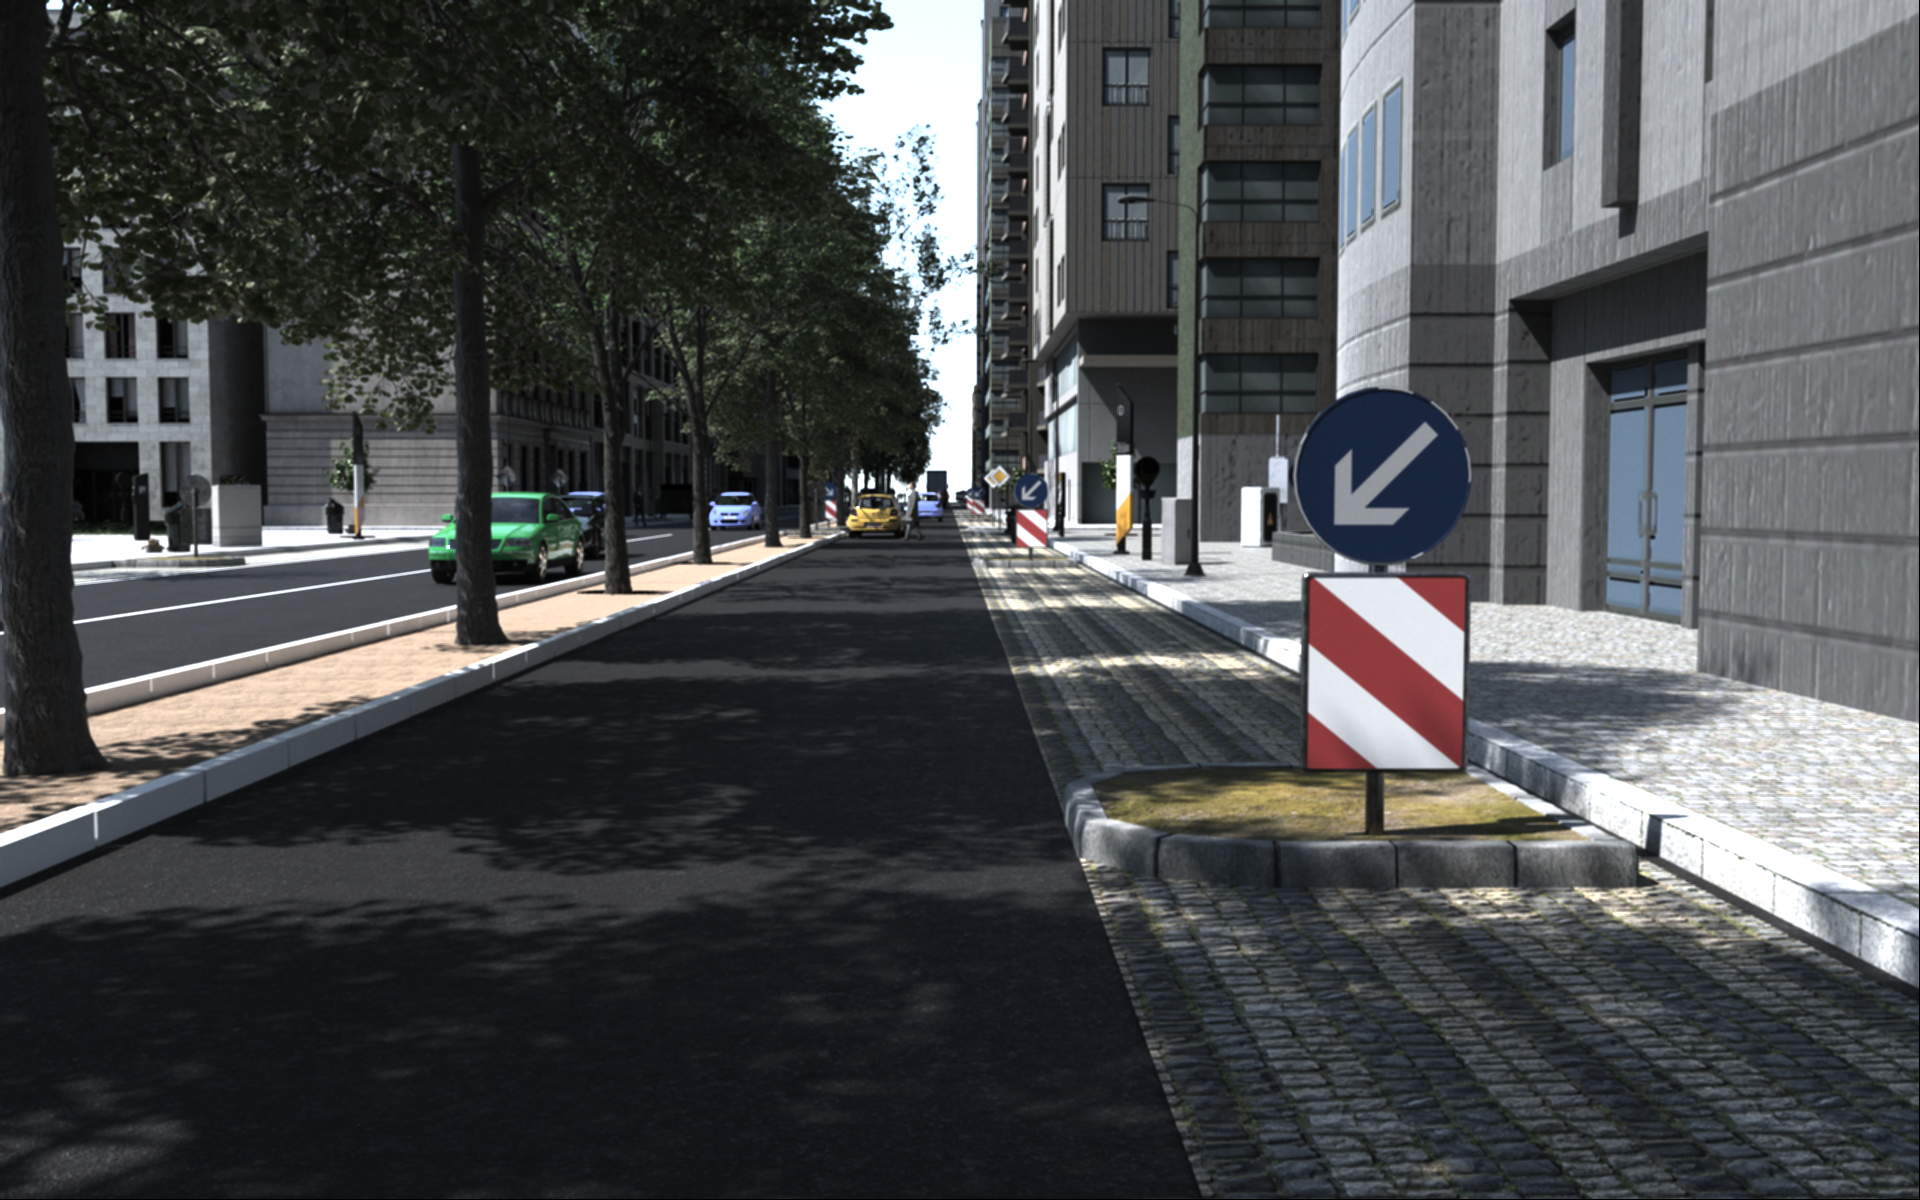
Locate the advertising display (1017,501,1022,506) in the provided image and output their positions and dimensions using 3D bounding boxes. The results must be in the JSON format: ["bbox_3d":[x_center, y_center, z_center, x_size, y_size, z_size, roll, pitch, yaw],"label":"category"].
[{"bbox_3d":[2.724,-4.531,79.293,0.123,1.923,0.974,0,4,-3],"label":"advertising display"}]

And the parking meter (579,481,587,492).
[{"bbox_3d":[-17.402,-4.540,79.938,0.255,1.863,0.399,-2,4,-33],"label":"parking meter"}]

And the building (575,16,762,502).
[{"bbox_3d":[-24.896,-30.526,149.202,14.600,45.320,14.200,0,4,0],"label":"building"}]

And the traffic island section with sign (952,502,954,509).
[{"bbox_3d":[0.629,-6.646,117.287,1.989,1.847,2.006,0,4,0],"label":"traffic island section with sign"}]

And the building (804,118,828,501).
[{"bbox_3d":[-32.509,-39.747,239.100,28.713,52.752,27.495,0,4,0],"label":"building"}]

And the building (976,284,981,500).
[{"bbox_3d":[9.193,-28.533,238.216,14.160,30.474,14.107,0,4,0],"label":"building"}]

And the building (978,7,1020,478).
[{"bbox_3d":[13.900,-33.974,175.090,23.786,49.044,30.456,0,4,0],"label":"building"}]

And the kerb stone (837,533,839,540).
[{"bbox_3d":[-3.911,-1.920,53.637,0.120,0.150,1.000,0,4,0],"label":"kerb stone"}]

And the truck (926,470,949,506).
[{"bbox_3d":[-2.757,-13.450,208.827,2.839,4.237,11.283,0,4,0],"label":"truck"}]

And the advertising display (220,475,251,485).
[{"bbox_3d":[-24.827,-3.312,59.365,0.974,1.923,0.123,-2,4,-32],"label":"advertising display"}]

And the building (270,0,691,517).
[{"bbox_3d":[-28.369,-18.314,103.957,19.350,26.468,34.151,0,4,0],"label":"building"}]

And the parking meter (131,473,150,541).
[{"bbox_3d":[-22.642,-2.578,47.855,0.399,1.863,0.255,-3,5,-44],"label":"parking meter"}]

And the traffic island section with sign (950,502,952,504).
[{"bbox_3d":[0.251,-9.726,167.643,1.989,1.847,2.006,0,4,0],"label":"traffic island section with sign"}]

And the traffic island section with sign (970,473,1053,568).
[{"bbox_3d":[1.261,-1.561,34.152,1.989,1.847,2.006,0,4,0],"label":"traffic island section with sign"}]

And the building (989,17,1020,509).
[{"bbox_3d":[9.587,-28.693,152.727,14.154,41.232,14.086,0,4,0],"label":"building"}]

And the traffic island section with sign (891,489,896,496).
[{"bbox_3d":[-5.638,-8.223,142.585,2.006,1.907,1.989,0,4,0],"label":"traffic island section with sign"}]

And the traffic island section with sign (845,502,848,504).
[{"bbox_3d":[-17.236,-16.410,276.937,1.989,1.847,2.006,0,4,0],"label":"traffic island section with sign"}]

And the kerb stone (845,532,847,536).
[{"bbox_3d":[-3.936,-2.163,57.739,0.120,0.150,1.000,0,4,0],"label":"kerb stone"}]

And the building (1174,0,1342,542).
[{"bbox_3d":[13.384,-17.160,52.267,14.160,30.474,14.107,0,4,0],"label":"building"}]

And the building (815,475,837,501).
[{"bbox_3d":[-30.195,-37.530,268.242,22.147,44.769,28.867,0,4,0],"label":"building"}]

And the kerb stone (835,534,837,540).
[{"bbox_3d":[-3.899,-1.861,52.615,0.120,0.150,1.000,0,4,0],"label":"kerb stone"}]

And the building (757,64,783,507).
[{"bbox_3d":[-29.403,-38.406,169.933,21.231,58.520,28.212,0,4,0],"label":"building"}]

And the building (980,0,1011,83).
[{"bbox_3d":[12.995,-40.494,204.074,21.231,58.520,28.212,0,4,0],"label":"building"}]

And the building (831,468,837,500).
[{"bbox_3d":[-27.418,-37.127,290.624,14.154,41.232,14.086,0,4,0],"label":"building"}]

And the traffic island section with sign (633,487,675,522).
[{"bbox_3d":[-15.835,-4.966,89.826,1.989,1.847,2.006,0,4,0],"label":"traffic island section with sign"}]

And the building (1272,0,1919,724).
[{"bbox_3d":[15.749,-29.285,20.809,21.231,58.520,28.212,0,4,0],"label":"building"}]

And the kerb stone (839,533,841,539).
[{"bbox_3d":[-3.914,-1.986,54.661,0.120,0.150,1.000,0,4,0],"label":"kerb stone"}]

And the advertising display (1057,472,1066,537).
[{"bbox_3d":[3.036,-2.852,51.850,0.123,1.923,0.974,0,4,-4],"label":"advertising display"}]

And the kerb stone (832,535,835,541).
[{"bbox_3d":[-3.888,-1.797,51.592,0.120,0.150,1.000,0,4,0],"label":"kerb stone"}]

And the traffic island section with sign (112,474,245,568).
[{"bbox_3d":[-15.407,-1.578,34.422,1.989,1.847,2.006,0,4,0],"label":"traffic island section with sign"}]

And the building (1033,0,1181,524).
[{"bbox_3d":[17.133,-30.188,82.814,27.495,52.752,28.713,0,4,0],"label":"building"}]

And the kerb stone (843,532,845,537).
[{"bbox_3d":[-3.931,-2.106,56.706,0.120,0.150,1.000,0,4,0],"label":"kerb stone"}]

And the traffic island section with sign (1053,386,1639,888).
[{"bbox_3d":[1.455,0.088,7.197,1.989,1.847,2.006,0,4,0],"label":"traffic island section with sign"}]

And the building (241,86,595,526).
[{"bbox_3d":[-22.994,-13.005,77.254,10.561,19.102,19.286,0,4,0],"label":"building"}]

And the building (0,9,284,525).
[{"bbox_3d":[-37.468,-13.279,71.859,16.860,20.320,10.420,0,4,0],"label":"building"}]

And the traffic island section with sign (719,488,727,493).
[{"bbox_3d":[-16.035,-6.615,116.780,1.989,1.847,2.006,0,4,0],"label":"traffic island section with sign"}]

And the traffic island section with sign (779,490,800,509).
[{"bbox_3d":[-16.409,-9.699,167.214,1.989,1.847,2.006,0,4,0],"label":"traffic island section with sign"}]

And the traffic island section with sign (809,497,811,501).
[{"bbox_3d":[-16.623,-11.382,194.726,1.989,1.847,2.006,0,4,0],"label":"traffic island section with sign"}]

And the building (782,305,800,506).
[{"bbox_3d":[-29.470,-34.977,195.568,21.300,48.544,21.600,0,4,0],"label":"building"}]

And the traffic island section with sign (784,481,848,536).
[{"bbox_3d":[-5.021,-3.175,60.041,2.006,1.907,1.989,0,4,0],"label":"traffic island section with sign"}]

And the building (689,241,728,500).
[{"bbox_3d":[-23.712,-18.566,132.435,11.050,23.489,19.941,0,4,0],"label":"building"}]

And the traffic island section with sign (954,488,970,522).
[{"bbox_3d":[0.837,-4.941,89.406,1.989,1.847,2.006,0,4,0],"label":"traffic island section with sign"}]

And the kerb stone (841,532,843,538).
[{"bbox_3d":[-3.923,-2.048,55.684,0.120,0.150,1.000,0,4,0],"label":"kerb stone"}]

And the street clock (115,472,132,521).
[{"bbox_3d":[-27.886,-3.254,57.776,0.358,2.002,0.471,3,4,38],"label":"street clock"}]

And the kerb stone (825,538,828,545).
[{"bbox_3d":[-3.877,-1.605,48.520,0.120,0.150,1.000,0,4,0],"label":"kerb stone"}]

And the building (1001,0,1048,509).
[{"bbox_3d":[14.326,-28.954,128.017,22.147,44.769,28.867,0,4,0],"label":"building"}]

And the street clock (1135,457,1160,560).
[{"bbox_3d":[3.631,-1.775,33.591,0.471,2.002,0.358,0,4,6],"label":"street clock"}]

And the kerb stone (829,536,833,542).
[{"bbox_3d":[-3.887,-1.731,50.570,0.120,0.150,1.000,0,4,0],"label":"kerb stone"}]

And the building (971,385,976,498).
[{"bbox_3d":[15.877,-27.119,288.429,27.650,21.520,28.899,0,4,0],"label":"building"}]

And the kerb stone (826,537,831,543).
[{"bbox_3d":[-3.870,-1.669,49.548,0.120,0.150,1.000,0,4,0],"label":"kerb stone"}]
